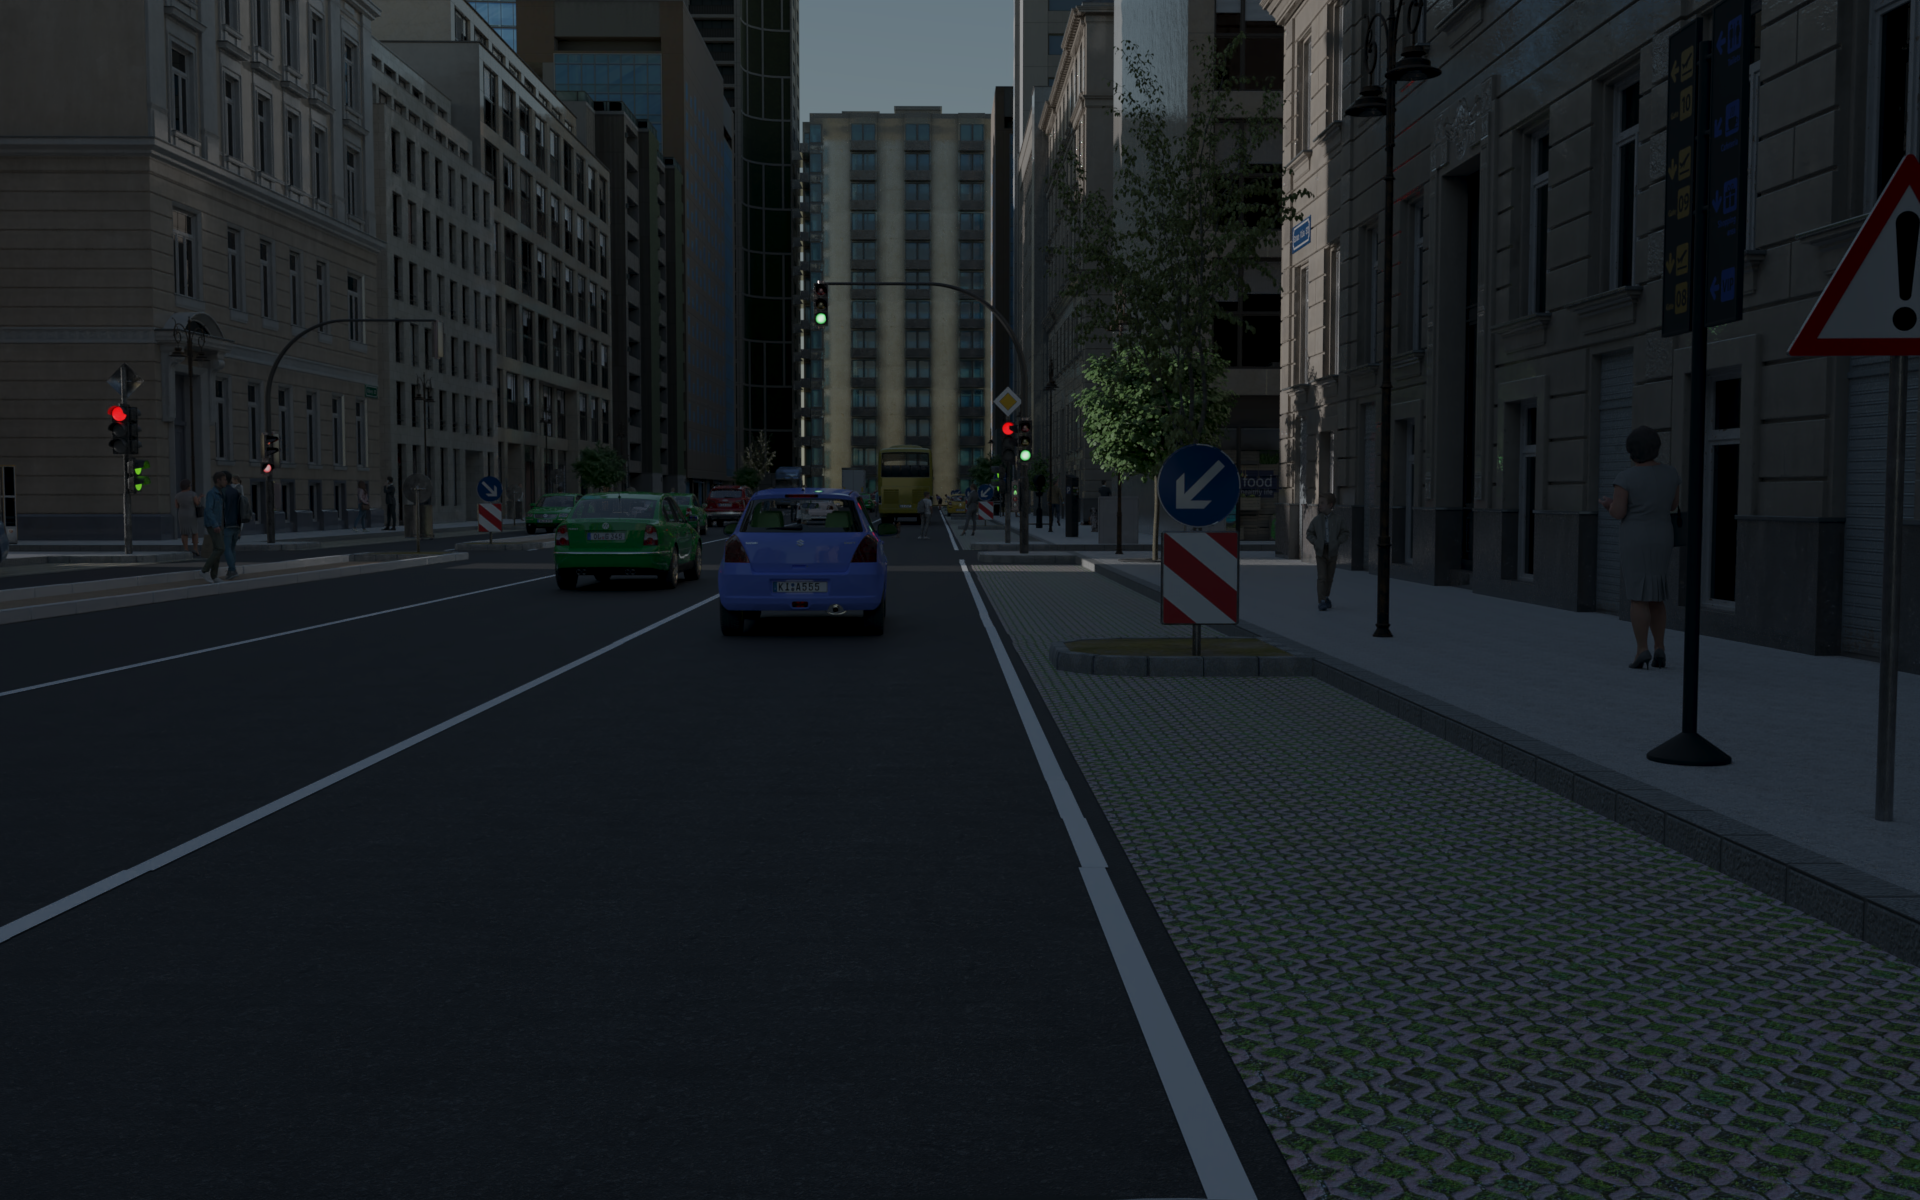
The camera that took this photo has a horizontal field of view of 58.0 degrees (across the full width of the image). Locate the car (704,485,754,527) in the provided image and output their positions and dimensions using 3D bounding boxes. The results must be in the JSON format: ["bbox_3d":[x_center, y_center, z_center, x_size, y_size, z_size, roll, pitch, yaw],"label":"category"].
[{"bbox_3d":[-10.059,-4.175,76.934,2.281,1.827,5.304,0,4,1],"label":"car"}]

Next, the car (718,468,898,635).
[{"bbox_3d":[-1.647,-0.570,18.903,1.945,1.707,3.694,0,4,-2],"label":"car"}]

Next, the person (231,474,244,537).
[{"bbox_3d":[-20.196,-2.593,48.313,0.514,1.842,0.818,-1,4,-17],"label":"person"}]

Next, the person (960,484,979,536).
[{"bbox_3d":[0.317,-3.093,59.345,0.573,1.790,0.520,1,4,20],"label":"person"}]

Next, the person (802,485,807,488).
[{"bbox_3d":[-5.823,-3.389,64.264,0.624,1.780,0.694,-2,4,-30],"label":"person"}]

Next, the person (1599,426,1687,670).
[{"bbox_3d":[5.086,-0.390,12.775,0.716,1.782,0.532,-1,4,-8],"label":"person"}]

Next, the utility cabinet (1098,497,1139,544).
[{"bbox_3d":[4.085,-2.052,44.711,1.020,1.237,0.306,0,3,0],"label":"utility cabinet"}]

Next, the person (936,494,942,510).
[{"bbox_3d":[-1.860,-8.596,152.272,0.697,1.427,0.421,3,5,45],"label":"person"}]

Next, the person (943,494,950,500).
[{"bbox_3d":[-1.048,-8.844,156.289,0.628,1.438,0.799,3,4,37],"label":"person"}]

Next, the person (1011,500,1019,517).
[{"bbox_3d":[3.031,-5.650,98.268,0.795,1.843,0.661,0,4,-5],"label":"person"}]

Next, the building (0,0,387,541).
[{"bbox_3d":[-28.394,-16.550,56.494,13.634,28.700,20.117,0,4,-1],"label":"building"}]

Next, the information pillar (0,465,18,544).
[{"bbox_3d":[-24.284,-2.429,44.202,0.304,2.012,0.304,-3,5,-42],"label":"information pillar"}]

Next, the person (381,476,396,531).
[{"bbox_3d":[-20.094,-3.396,60.937,0.474,1.900,0.648,-2,4,-31],"label":"person"}]

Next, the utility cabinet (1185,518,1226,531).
[{"bbox_3d":[6.378,-2.066,44.946,1.020,1.237,0.306,1,4,14],"label":"utility cabinet"}]

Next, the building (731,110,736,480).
[{"bbox_3d":[-32.085,-32.791,186.249,14.200,45.320,14.600,0,4,-1],"label":"building"}]

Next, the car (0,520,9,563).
[{"bbox_3d":[-17.607,-1.019,28.662,2.014,1.417,4.499,0,4,0],"label":"car"}]

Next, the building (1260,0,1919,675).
[{"bbox_3d":[12.262,-13.778,22.541,12.463,27.353,25.104,0,4,-1],"label":"building"}]

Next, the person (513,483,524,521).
[{"bbox_3d":[-21.047,-4.666,82.555,0.641,1.798,0.478,2,4,30],"label":"person"}]

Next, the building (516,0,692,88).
[{"bbox_3d":[-30.597,-30.926,155.744,14.600,45.320,14.200,0,4,-1],"label":"building"}]

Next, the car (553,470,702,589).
[{"bbox_3d":[-5.198,-1.143,27.490,1.959,1.807,4.718,0,4,-1],"label":"car"}]

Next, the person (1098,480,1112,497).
[{"bbox_3d":[6.335,-4.279,75.363,0.648,1.900,0.474,0,4,0],"label":"person"}]

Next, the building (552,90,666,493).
[{"bbox_3d":[-30.156,-21.765,127.566,14.160,30.474,14.107,0,4,-1],"label":"building"}]

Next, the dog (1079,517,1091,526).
[{"bbox_3d":[5.184,-3.231,70.556,0.550,0.427,0.748,-2,4,-27],"label":"dog"}]

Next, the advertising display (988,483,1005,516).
[{"bbox_3d":[2.157,-5.945,102.407,0.974,1.923,0.123,0,4,-6],"label":"advertising display"}]

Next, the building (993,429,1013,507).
[{"bbox_3d":[14.862,-52.031,163.378,22.319,86.520,31.000,0,4,-1],"label":"building"}]

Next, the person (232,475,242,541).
[{"bbox_3d":[-19.918,-2.511,47.371,0.573,1.790,0.520,-2,4,-27],"label":"person"}]

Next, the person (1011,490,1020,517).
[{"bbox_3d":[2.945,-5.468,95.546,0.778,1.811,0.616,1,4,11],"label":"person"}]

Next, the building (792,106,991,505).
[{"bbox_3d":[-5.277,-36.509,216.534,30.456,49.044,23.786,0,4,-1],"label":"building"}]

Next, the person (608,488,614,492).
[{"bbox_3d":[-22.529,-6.427,111.542,0.534,1.772,0.576,2,4,33],"label":"person"}]

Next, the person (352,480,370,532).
[{"bbox_3d":[-20.182,-3.160,58.300,0.643,1.750,0.593,-2,4,-28],"label":"person"}]

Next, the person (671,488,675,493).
[{"bbox_3d":[-18.649,-6.359,112.342,0.514,1.842,0.818,1,4,21],"label":"person"}]

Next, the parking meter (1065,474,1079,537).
[{"bbox_3d":[3.336,-2.801,51.503,0.255,1.863,0.399,-2,4,-32],"label":"parking meter"}]

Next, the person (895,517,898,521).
[{"bbox_3d":[-3.707,-5.150,92.611,0.836,1.842,0.656,1,4,16],"label":"person"}]

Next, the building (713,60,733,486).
[{"bbox_3d":[-30.827,-31.792,169.916,14.600,45.320,14.200,0,4,-1],"label":"building"}]

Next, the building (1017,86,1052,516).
[{"bbox_3d":[10.140,-17.902,110.717,12.078,24.808,19.932,0,4,-1],"label":"building"}]

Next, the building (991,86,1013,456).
[{"bbox_3d":[10.464,-32.845,187.128,14.600,45.320,14.200,0,4,-1],"label":"building"}]

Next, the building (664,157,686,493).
[{"bbox_3d":[-30.620,-22.652,142.068,14.160,30.474,14.107,0,4,-1],"label":"building"}]

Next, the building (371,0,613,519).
[{"bbox_3d":[-33.210,-18.163,101.489,19.350,26.468,34.151,0,4,-1],"label":"building"}]

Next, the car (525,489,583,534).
[{"bbox_3d":[-14.768,-3.380,64.064,1.959,1.807,4.718,0,4,1],"label":"car"}]

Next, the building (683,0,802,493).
[{"bbox_3d":[-30.791,-47.475,214.467,20.611,71.187,20.563,0,4,-1],"label":"building"}]

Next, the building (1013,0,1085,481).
[{"bbox_3d":[14.635,-36.249,134.675,21.231,58.520,28.212,0,4,-1],"label":"building"}]

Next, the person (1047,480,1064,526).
[{"bbox_3d":[3.859,-3.904,69.785,0.656,1.842,0.836,-1,4,-17],"label":"person"}]

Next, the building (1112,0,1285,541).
[{"bbox_3d":[22.939,-15.390,56.142,34.151,26.468,19.350,0,4,-1],"label":"building"}]

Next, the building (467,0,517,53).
[{"bbox_3d":[-54.626,-53.110,181.015,31.000,86.520,22.319,0,4,-1],"label":"building"}]

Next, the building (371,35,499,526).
[{"bbox_3d":[-27.700,-13.533,76.021,10.420,20.320,16.860,0,4,-1],"label":"building"}]

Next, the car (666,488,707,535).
[{"bbox_3d":[-9.730,-3.104,59.548,1.959,1.807,4.718,0,4,-3],"label":"car"}]

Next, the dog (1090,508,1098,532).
[{"bbox_3d":[4.498,-2.701,58.533,0.513,0.831,0.800,2,4,27],"label":"dog"}]

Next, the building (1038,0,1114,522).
[{"bbox_3d":[10.912,-17.793,88.173,12.463,27.353,25.104,0,4,-1],"label":"building"}]

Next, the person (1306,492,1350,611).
[{"bbox_3d":[4.089,-0.546,19.240,0.475,1.303,0.640,0,4,3],"label":"person"}]

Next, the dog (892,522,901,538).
[{"bbox_3d":[-2.068,-2.301,56.905,0.540,0.507,0.406,2,4,32],"label":"dog"}]
